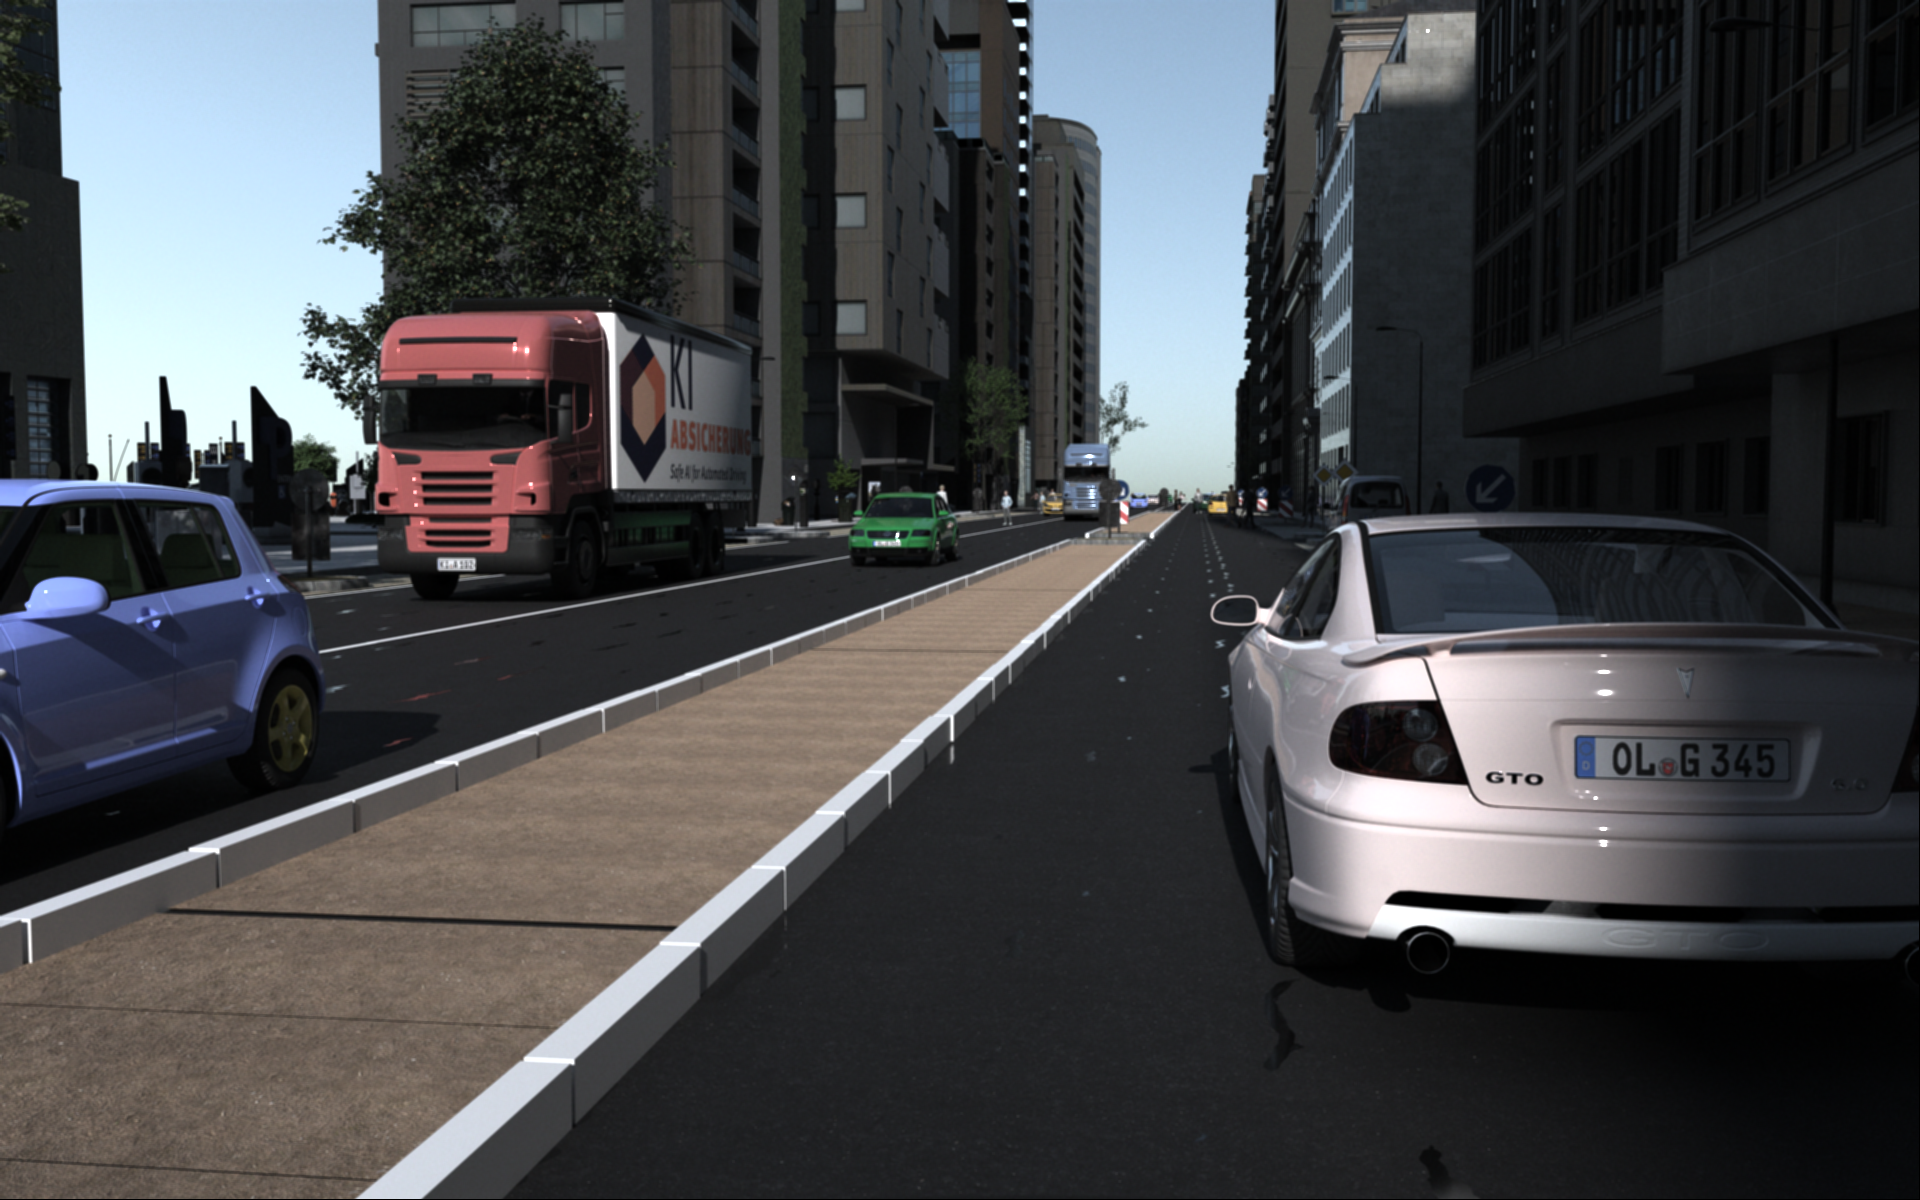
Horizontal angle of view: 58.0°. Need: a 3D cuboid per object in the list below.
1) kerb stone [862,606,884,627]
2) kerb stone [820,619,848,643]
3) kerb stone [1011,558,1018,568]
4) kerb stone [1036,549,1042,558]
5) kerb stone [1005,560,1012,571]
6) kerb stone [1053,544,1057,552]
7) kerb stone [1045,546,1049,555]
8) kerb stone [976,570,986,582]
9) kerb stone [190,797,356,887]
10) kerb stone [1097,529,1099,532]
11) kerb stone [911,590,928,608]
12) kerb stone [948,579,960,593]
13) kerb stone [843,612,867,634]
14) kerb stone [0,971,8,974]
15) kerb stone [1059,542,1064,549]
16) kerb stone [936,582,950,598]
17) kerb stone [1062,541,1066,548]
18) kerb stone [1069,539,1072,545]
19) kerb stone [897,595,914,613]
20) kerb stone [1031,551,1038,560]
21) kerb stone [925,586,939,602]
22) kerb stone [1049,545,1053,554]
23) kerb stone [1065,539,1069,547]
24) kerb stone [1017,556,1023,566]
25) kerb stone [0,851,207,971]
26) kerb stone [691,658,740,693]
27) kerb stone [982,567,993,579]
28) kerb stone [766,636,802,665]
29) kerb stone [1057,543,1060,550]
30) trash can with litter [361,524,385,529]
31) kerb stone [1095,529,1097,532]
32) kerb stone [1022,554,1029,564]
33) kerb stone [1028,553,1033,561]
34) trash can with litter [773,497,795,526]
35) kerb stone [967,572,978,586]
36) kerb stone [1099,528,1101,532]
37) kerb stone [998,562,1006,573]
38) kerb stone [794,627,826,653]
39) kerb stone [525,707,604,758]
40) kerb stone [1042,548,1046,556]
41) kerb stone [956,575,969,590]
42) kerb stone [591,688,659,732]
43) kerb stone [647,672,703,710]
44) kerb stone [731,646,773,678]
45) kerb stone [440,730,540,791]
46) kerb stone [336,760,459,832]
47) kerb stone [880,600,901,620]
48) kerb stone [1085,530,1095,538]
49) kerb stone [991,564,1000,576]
[{"bbox_3d":[-1.004,0.199,18.945,0.120,0.150,1.000,0,4,8],"label":"kerb stone"},{"bbox_3d":[-1.279,0.324,16.912,0.120,0.150,1.000,0,4,8],"label":"kerb stone"},{"bbox_3d":[0.951,-0.673,33.193,0.120,0.150,1.000,0,4,8],"label":"kerb stone"},{"bbox_3d":[1.647,-0.983,38.274,0.120,0.150,1.000,0,4,8],"label":"kerb stone"},{"bbox_3d":[0.811,-0.610,32.169,0.120,0.150,1.000,0,4,8],"label":"kerb stone"},{"bbox_3d":[2.215,-1.233,42.349,0.120,0.150,1.000,0,4,8],"label":"kerb stone"},{"bbox_3d":[1.922,-1.108,40.317,0.120,0.150,1.000,0,4,8],"label":"kerb stone"},{"bbox_3d":[0.253,-0.352,28.087,0.120,0.150,1.000,0,4,8],"label":"kerb stone"},{"bbox_3d":[-2.668,0.944,6.767,0.120,0.150,1.000,0,4,8],"label":"kerb stone"},{"bbox_3d":[4.657,-2.323,60.180,0.120,0.150,1.000,0,4,8],"label":"kerb stone"},{"bbox_3d":[-0.581,0.012,21.994,0.120,0.150,1.000,0,4,8],"label":"kerb stone"},{"bbox_3d":[-0.165,-0.174,25.041,0.120,0.150,1.000,0,4,8],"label":"kerb stone"},{"bbox_3d":[-1.138,0.261,17.931,0.120,0.150,1.000,0,4,8],"label":"kerb stone"},{"bbox_3d":[-2.955,1.068,4.736,0.120,0.150,1.000,0,4,8],"label":"kerb stone"},{"bbox_3d":[2.492,-1.355,44.384,0.120,0.150,1.000,0,4,8],"label":"kerb stone"},{"bbox_3d":[-0.309,-0.112,24.029,0.120,0.150,1.000,0,4,8],"label":"kerb stone"},{"bbox_3d":[2.628,-1.415,45.398,0.120,0.150,1.000,0,4,8],"label":"kerb stone"},{"bbox_3d":[2.901,-1.543,47.426,0.120,0.150,1.000,0,4,8],"label":"kerb stone"},{"bbox_3d":[-0.724,0.075,20.974,0.120,0.150,1.000,0,4,8],"label":"kerb stone"},{"bbox_3d":[1.510,-0.919,37.254,0.120,0.150,1.000,0,4,8],"label":"kerb stone"},{"bbox_3d":[-0.440,-0.050,23.015,0.120,0.150,1.000,0,4,8],"label":"kerb stone"},{"bbox_3d":[2.065,-1.167,41.329,0.120,0.150,1.000,0,4,8],"label":"kerb stone"},{"bbox_3d":[2.765,-1.481,46.411,0.120,0.150,1.000,0,4,8],"label":"kerb stone"},{"bbox_3d":[1.093,-0.735,34.206,0.120,0.150,1.000,0,4,8],"label":"kerb stone"},{"bbox_3d":[-2.807,1.012,5.754,0.120,0.150,1.000,0,4,8],"label":"kerb stone"},{"bbox_3d":[-1.838,0.572,12.855,0.120,0.150,1.000,0,4,8],"label":"kerb stone"},{"bbox_3d":[0.390,-0.423,29.111,0.120,0.150,1.000,0,4,8],"label":"kerb stone"},{"bbox_3d":[-1.554,0.447,14.884,0.120,0.150,1.000,0,4,8],"label":"kerb stone"},{"bbox_3d":[2.343,-1.295,43.373,0.120,0.150,1.000,0,4,8],"label":"kerb stone"},{"bbox_3d":[-21.502,-3.310,65.169,2.233,1.210,1.678,2,4,24],"label":"trash can with litter"},{"bbox_3d":[4.514,-2.260,59.151,0.120,0.150,1.000,0,4,8],"label":"kerb stone"},{"bbox_3d":[1.234,-0.797,35.228,0.120,0.150,1.000,0,4,8],"label":"kerb stone"},{"bbox_3d":[1.363,-0.859,36.242,0.120,0.150,1.000,0,4,8],"label":"kerb stone"},{"bbox_3d":[-7.155,-3.600,70.248,1.055,1.170,0.624,2,4,35],"label":"trash can with litter"},{"bbox_3d":[0.116,-0.298,27.073,0.120,0.150,1.000,0,4,8],"label":"kerb stone"},{"bbox_3d":[4.789,-2.385,61.194,0.120,0.150,1.000,0,4,8],"label":"kerb stone"},{"bbox_3d":[0.670,-0.548,31.147,0.120,0.150,1.000,0,4,8],"label":"kerb stone"},{"bbox_3d":[-1.418,0.385,15.897,0.120,0.150,1.000,0,4,8],"label":"kerb stone"},{"bbox_3d":[-2.259,0.757,9.817,0.120,0.150,1.000,0,4,8],"label":"kerb stone"},{"bbox_3d":[1.788,-1.046,39.303,0.120,0.150,1.000,0,4,8],"label":"kerb stone"},{"bbox_3d":[-0.031,-0.236,26.059,0.120,0.150,1.000,0,4,8],"label":"kerb stone"},{"bbox_3d":[-2.114,0.695,10.829,0.120,0.150,1.000,0,4,8],"label":"kerb stone"},{"bbox_3d":[-1.973,0.637,11.842,0.120,0.150,1.000,0,4,8],"label":"kerb stone"},{"bbox_3d":[-1.698,0.509,13.869,0.120,0.150,1.000,0,4,8],"label":"kerb stone"},{"bbox_3d":[-2.394,0.820,8.801,0.120,0.150,1.000,0,4,8],"label":"kerb stone"},{"bbox_3d":[-2.534,0.884,7.780,0.120,0.150,1.000,0,4,8],"label":"kerb stone"},{"bbox_3d":[-0.856,0.137,19.960,0.120,0.150,1.000,0,4,8],"label":"kerb stone"},{"bbox_3d":[4.371,-2.198,58.130,0.120,0.150,1.000,0,4,8],"label":"kerb stone"},{"bbox_3d":[0.529,-0.485,30.132,0.120,0.150,1.000,0,4,8],"label":"kerb stone"}]
